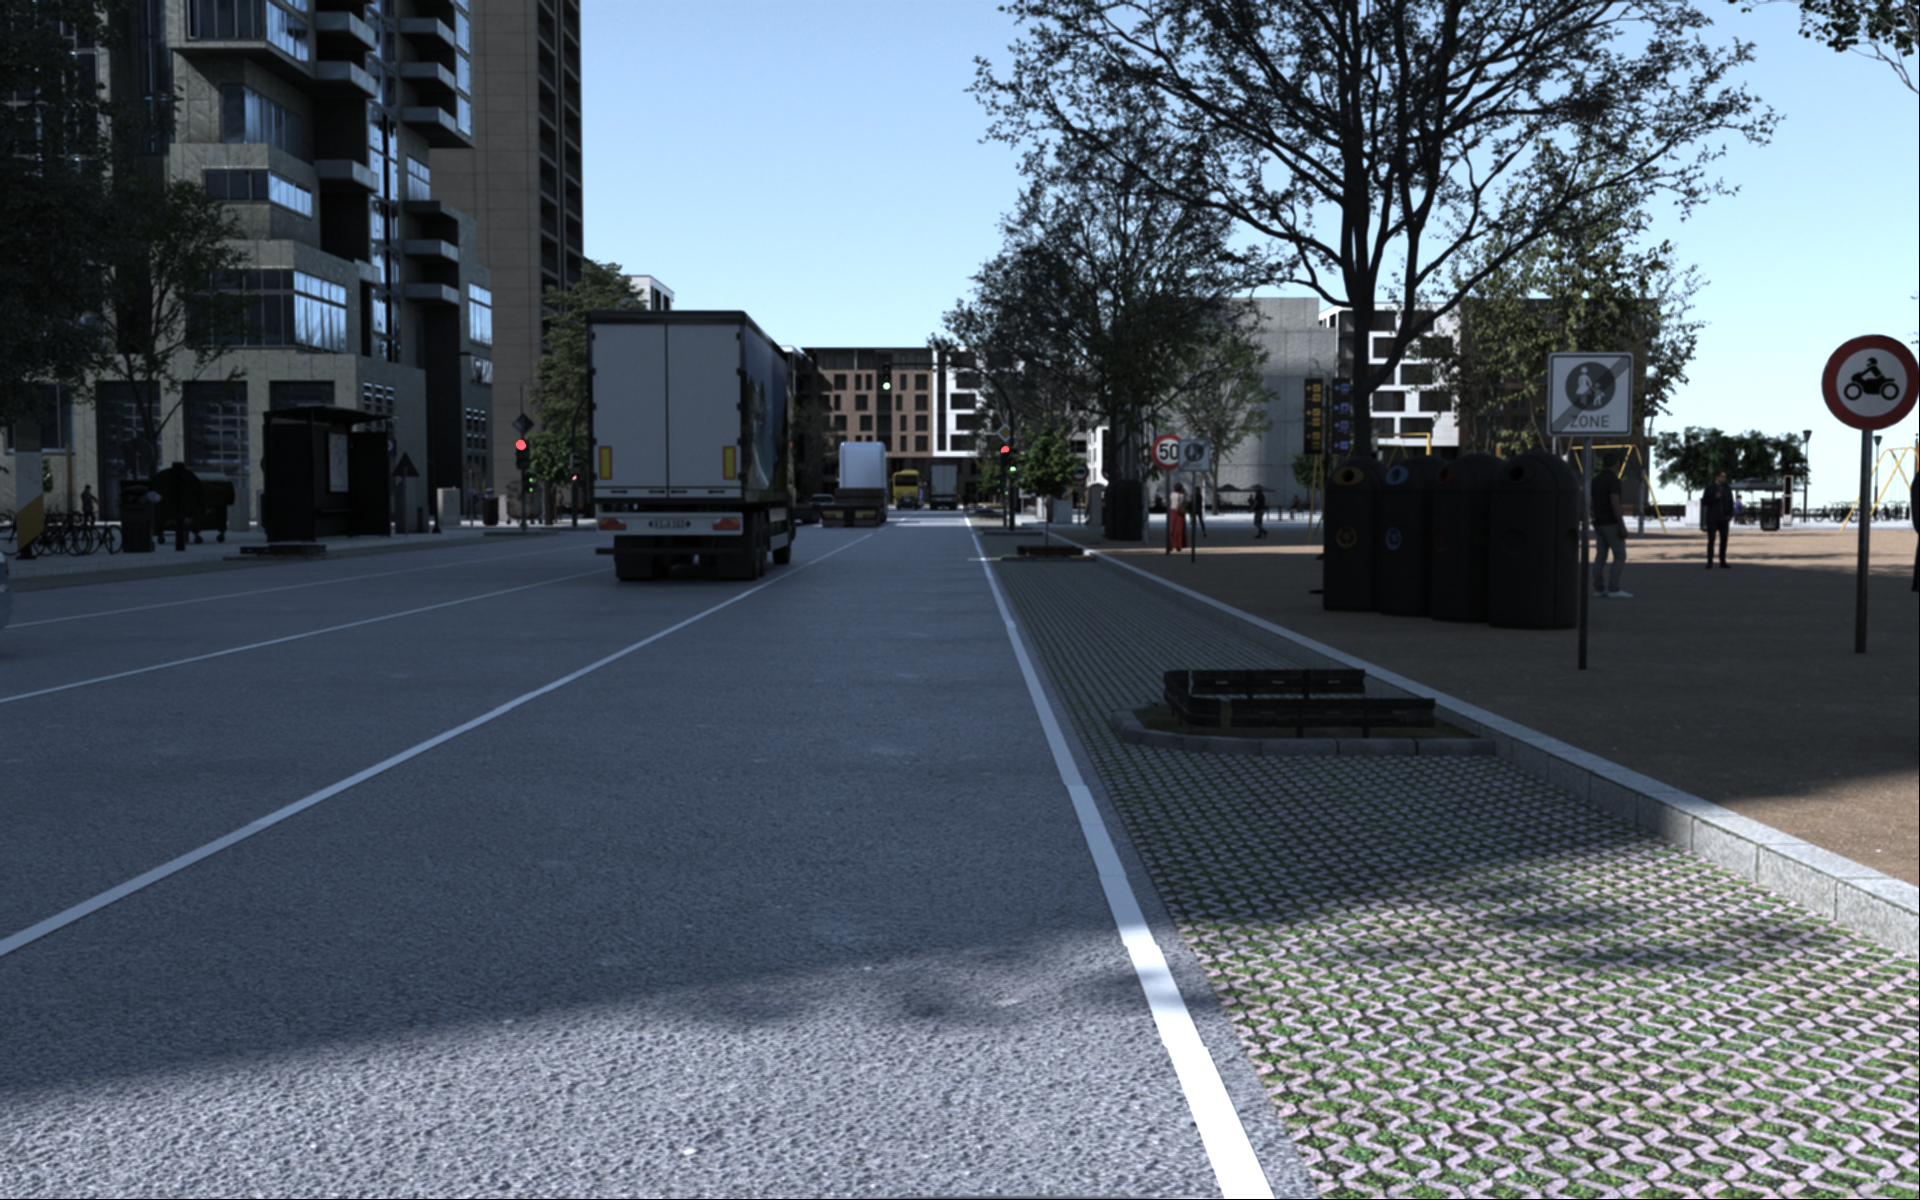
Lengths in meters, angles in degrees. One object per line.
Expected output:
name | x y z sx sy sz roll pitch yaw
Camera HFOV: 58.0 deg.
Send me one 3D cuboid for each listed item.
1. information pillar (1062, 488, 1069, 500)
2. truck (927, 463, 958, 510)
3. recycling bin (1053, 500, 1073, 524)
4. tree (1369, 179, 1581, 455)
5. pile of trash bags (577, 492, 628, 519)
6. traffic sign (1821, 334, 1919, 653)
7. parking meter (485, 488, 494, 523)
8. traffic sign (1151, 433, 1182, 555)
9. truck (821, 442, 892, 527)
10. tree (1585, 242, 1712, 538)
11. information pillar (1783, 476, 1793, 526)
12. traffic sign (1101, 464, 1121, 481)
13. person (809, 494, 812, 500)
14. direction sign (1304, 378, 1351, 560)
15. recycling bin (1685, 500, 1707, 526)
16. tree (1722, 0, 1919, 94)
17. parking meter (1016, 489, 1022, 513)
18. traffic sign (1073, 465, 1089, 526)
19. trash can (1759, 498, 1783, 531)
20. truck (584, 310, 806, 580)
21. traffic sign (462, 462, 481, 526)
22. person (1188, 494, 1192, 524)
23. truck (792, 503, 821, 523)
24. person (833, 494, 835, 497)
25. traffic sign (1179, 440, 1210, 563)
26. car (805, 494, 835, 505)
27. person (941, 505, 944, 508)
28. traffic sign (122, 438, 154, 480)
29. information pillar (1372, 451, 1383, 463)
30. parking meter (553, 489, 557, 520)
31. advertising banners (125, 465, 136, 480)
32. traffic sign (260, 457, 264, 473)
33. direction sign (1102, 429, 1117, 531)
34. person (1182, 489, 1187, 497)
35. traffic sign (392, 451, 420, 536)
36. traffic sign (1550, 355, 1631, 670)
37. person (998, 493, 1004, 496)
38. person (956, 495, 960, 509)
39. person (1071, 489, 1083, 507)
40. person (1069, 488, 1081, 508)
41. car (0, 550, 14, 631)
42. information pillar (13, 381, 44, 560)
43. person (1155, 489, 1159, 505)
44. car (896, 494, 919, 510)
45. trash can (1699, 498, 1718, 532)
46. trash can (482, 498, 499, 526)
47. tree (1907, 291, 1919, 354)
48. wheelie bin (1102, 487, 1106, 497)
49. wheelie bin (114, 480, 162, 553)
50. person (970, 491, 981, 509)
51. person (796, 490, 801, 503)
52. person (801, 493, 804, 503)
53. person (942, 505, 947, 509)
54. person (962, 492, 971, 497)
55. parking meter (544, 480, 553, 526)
information pillar | 6.913 -7.489 113.803 0.504 3.616 0.183 3 5 39
truck | -1.579 -10.457 159.887 2.839 4.237 11.283 0 4 -2
recycling bin | 4.414 -3.780 74.358 0.722 1.027 0.722 -1 4 -9
tree | 11.958 -5.484 40.026 4.360 8.622 3.978 0 3 0
pile of trash bags | -19.235 -5.037 92.100 1.912 1.369 3.447 2 4 31
traffic sign | 7.274 -0.844 13.913 0.768 2.556 0.104 0 4 5
parking meter | -20.399 -4.077 75.065 0.372 1.533 0.369 0 3 0
traffic sign | 4.385 -2.221 36.417 0.768 2.556 0.104 0 4 1
truck | -4.913 -5.728 83.407 2.967 4.110 18.799 0 4 -1
tree | 19.960 -6.155 50.990 4.360 8.622 3.978 0 3 0
information pillar | 33.086 -3.957 69.190 0.304 2.012 0.304 2 4 33
traffic sign | 5.933 -4.156 68.050 0.768 2.556 0.104 0 4 6
person | -15.181 -10.284 177.098 0.568 1.767 0.683 -3 4 -38
direction sign | 7.169 -2.562 33.883 0.876 3.537 0.379 1 4 17
recycling bin | 29.940 -3.527 70.221 0.722 1.027 0.722 -2 4 -26
tree | 23.931 -11.265 40.070 12.611 20.169 13.585 0 3 0
parking meter | 4.092 -6.969 119.650 0.255 1.863 0.399 2 4 31
traffic sign | 4.817 -4.264 69.824 0.768 2.556 0.104 0 4 8
trash can | 28.035 -2.951 59.906 0.748 1.137 0.748 0 3 0
truck | -4.582 -2.637 32.021 2.839 4.237 11.283 0 4 -1
traffic sign | -19.450 -4.210 68.932 0.768 2.556 0.104 0 4 7
person | 9.860 -3.922 73.352 0.628 1.438 0.799 -2 4 -31
truck | -8.462 -5.346 77.162 2.967 4.110 18.799 0 4 2
person | -15.702 -12.416 214.768 1.065 1.426 0.557 2 4 30
traffic sign | 4.356 -1.845 32.294 0.606 2.300 0.079 0 4 2
car | -8.270 -5.622 103.929 2.014 1.417 4.499 0 4 -1
person | -1.721 -10.501 180.198 1.348 1.823 0.705 3 4 36
traffic sign | -18.538 -2.383 39.061 0.768 2.556 0.104 1 4 8
information pillar | 7.001 -1.528 29.482 0.304 2.012 0.304 2 4 28
parking meter | -20.513 -4.827 87.332 0.372 1.533 0.369 0 3 0
advertising banners | -33.322 -4.579 71.056 2.074 3.025 0.090 0 4 7
traffic sign | -20.643 -3.173 51.990 0.768 2.556 0.104 1 4 8
direction sign | 5.244 -4.212 60.869 0.379 3.537 0.876 3 4 38
person | 15.257 -6.737 117.659 0.593 1.643 0.415 3 5 42
traffic sign | -16.898 -3.230 52.816 0.884 2.594 0.081 0 4 3
traffic sign | 4.550 -0.640 12.592 0.606 2.300 0.079 0 4 1
person | 4.778 -11.896 200.167 1.348 1.869 0.705 -3 5 -42
person | -0.436 -9.952 171.932 1.217 1.735 0.721 3 5 40
person | 12.043 -10.475 177.305 1.348 1.824 0.705 -2 4 -24
person | 10.403 -9.240 157.076 1.348 1.831 0.705 2 4 34
car | -9.081 -0.074 13.214 2.014 1.417 4.499 0 4 0
information pillar | -18.266 -2.604 33.934 0.504 3.616 0.183 -2 4 -35
person | 15.559 -7.917 136.424 0.436 1.711 0.756 2 4 27
car | -4.760 -8.866 156.762 2.131 1.459 4.920 0 4 -2
trash can | 25.389 -2.872 58.617 0.748 1.137 0.748 0 3 0
trash can | -19.010 -3.576 70.121 0.748 1.137 0.748 0 3 0
tree | 30.900 -6.247 52.494 4.360 8.622 3.978 0 3 0
wheelie bin | 6.701 -4.200 76.576 0.980 1.594 0.693 3 5 43
wheelie bin | -18.086 -1.848 38.120 0.980 1.594 0.693 -1 4 -19
person | 1.489 -9.658 167.192 1.217 1.735 0.721 2 4 29
person | -17.970 -11.353 192.200 0.617 1.759 0.750 1 4 17
person | -18.897 -12.333 208.409 1.217 1.735 0.721 -1 4 -9
person | -1.463 -9.866 170.338 0.617 1.759 0.750 3 5 44
person | 0.740 -12.438 211.826 1.348 1.831 0.705 0 4 2
parking meter | -16.762 -3.969 70.601 0.255 1.863 0.399 0 4 5
